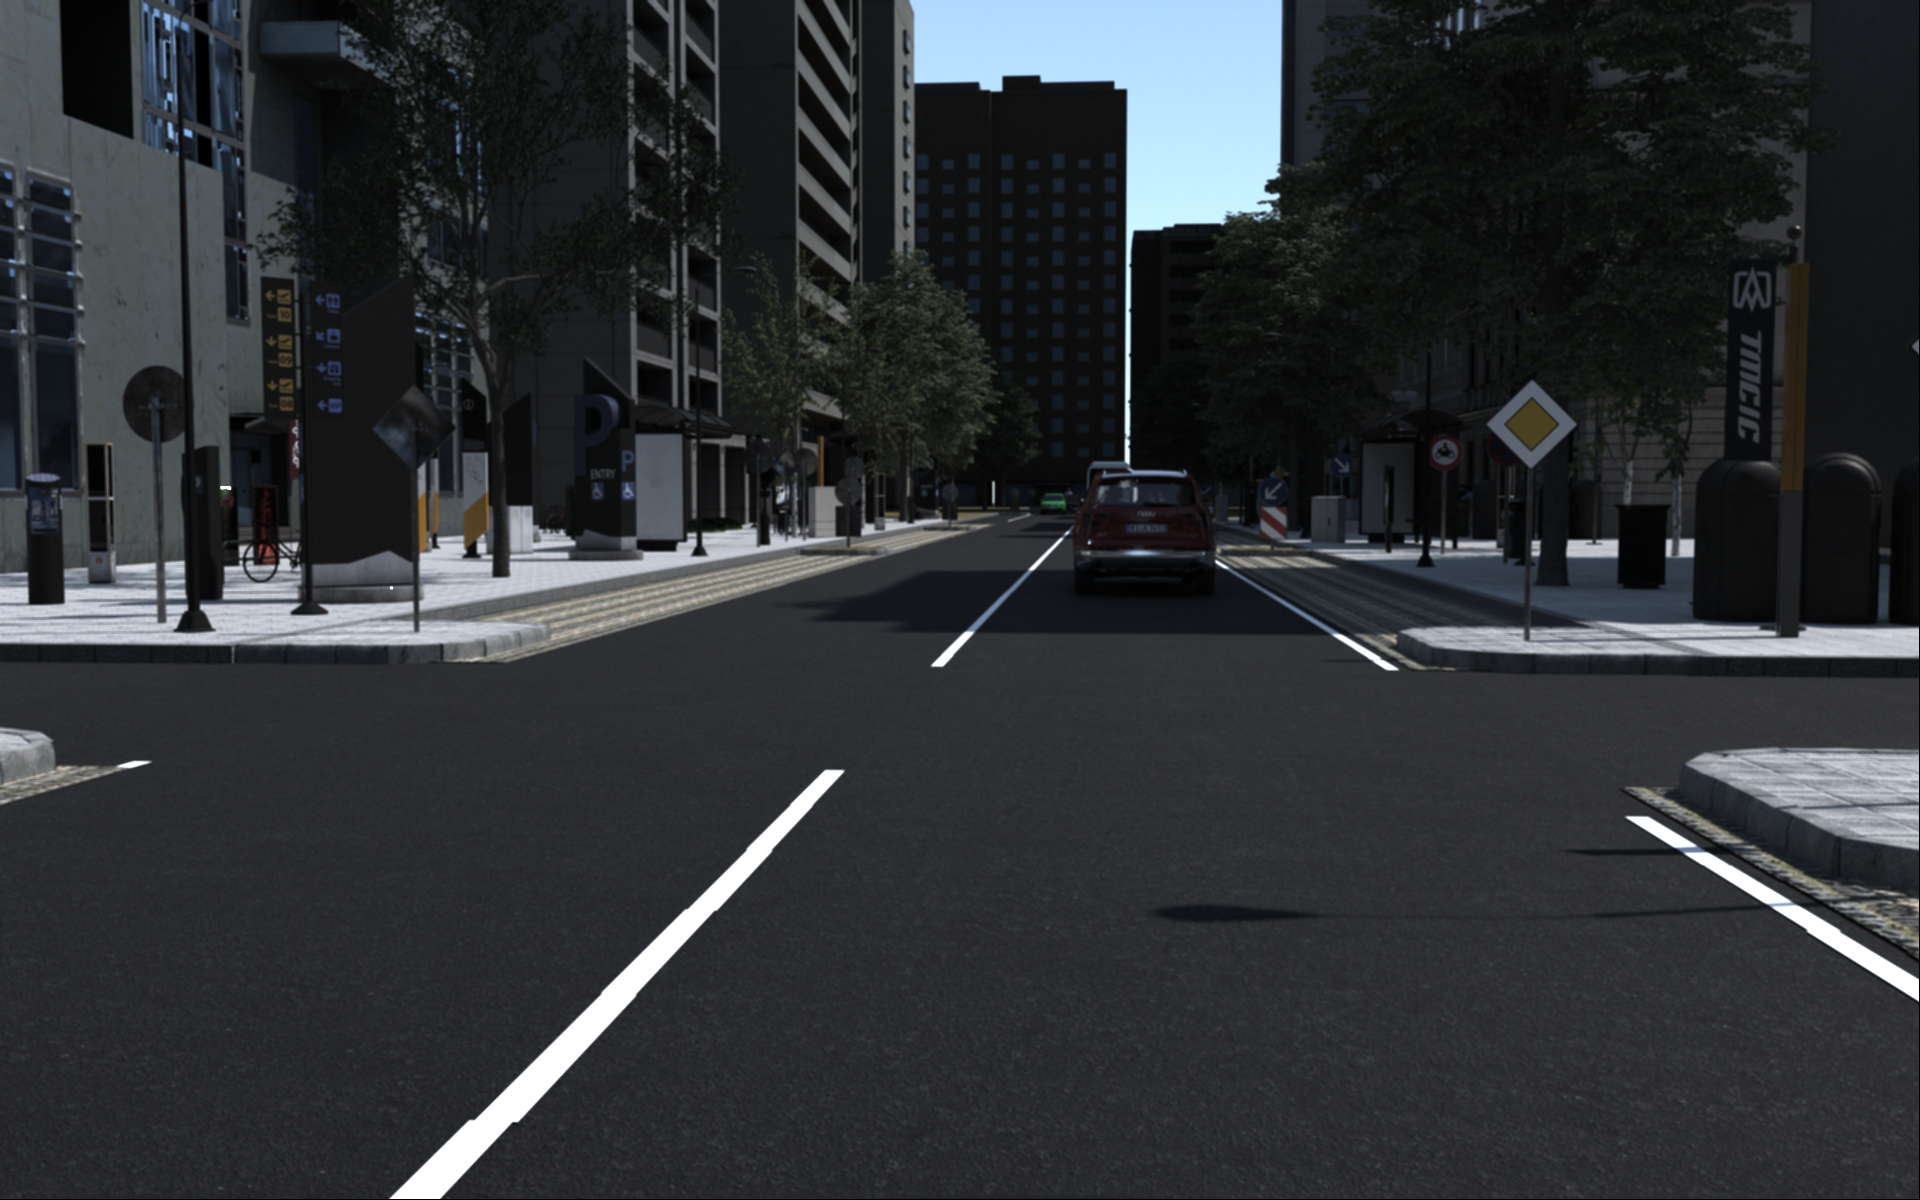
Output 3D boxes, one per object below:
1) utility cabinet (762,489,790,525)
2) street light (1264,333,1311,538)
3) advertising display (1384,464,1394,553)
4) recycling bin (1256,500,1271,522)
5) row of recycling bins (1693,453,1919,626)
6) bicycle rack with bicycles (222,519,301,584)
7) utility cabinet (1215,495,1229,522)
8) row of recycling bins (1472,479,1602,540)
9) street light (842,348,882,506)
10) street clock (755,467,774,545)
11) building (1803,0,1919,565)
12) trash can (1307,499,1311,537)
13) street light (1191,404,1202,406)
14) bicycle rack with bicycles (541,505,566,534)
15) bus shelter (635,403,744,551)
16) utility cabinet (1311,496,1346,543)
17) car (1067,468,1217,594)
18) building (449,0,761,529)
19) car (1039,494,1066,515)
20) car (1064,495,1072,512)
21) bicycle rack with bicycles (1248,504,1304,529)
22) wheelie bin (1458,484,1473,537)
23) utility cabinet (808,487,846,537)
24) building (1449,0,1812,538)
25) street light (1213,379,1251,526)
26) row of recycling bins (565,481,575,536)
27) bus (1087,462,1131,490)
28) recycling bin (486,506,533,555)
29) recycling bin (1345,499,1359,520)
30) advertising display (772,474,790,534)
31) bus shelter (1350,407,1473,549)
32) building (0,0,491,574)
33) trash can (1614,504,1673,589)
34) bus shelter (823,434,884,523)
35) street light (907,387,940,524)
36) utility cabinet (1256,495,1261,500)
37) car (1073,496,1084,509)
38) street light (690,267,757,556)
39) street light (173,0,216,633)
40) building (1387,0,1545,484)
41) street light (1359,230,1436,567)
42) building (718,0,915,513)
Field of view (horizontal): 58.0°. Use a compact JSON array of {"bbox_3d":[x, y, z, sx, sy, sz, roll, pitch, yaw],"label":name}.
[{"bbox_3d":[-7.617,-3.855,71.704,1.173,1.500,0.318,1,4,21],"label":"utility cabinet"},{"bbox_3d":[9.459,-4.741,50.061,1.470,5.913,1.316,0,4,5],"label":"street light"},{"bbox_3d":[9.402,-2.004,37.982,0.123,1.923,0.974,1,4,9],"label":"advertising display"},{"bbox_3d":[13.696,-4.053,78.814,0.722,1.027,0.722,-1,4,-19],"label":"recycling bin"},{"bbox_3d":[9.244,-0.620,17.253,3.534,1.692,1.069,1,4,14],"label":"row of recycling bins"},{"bbox_3d":[-9.216,-0.730,25.313,2.852,0.926,2.925,1,4,20],"label":"bicycle rack with bicycles"},{"bbox_3d":[12.145,-4.234,80.383,0.306,1.237,1.020,-1,4,-10],"label":"utility cabinet"},{"bbox_3d":[16.356,-2.565,49.057,3.534,1.692,1.069,0,4,4],"label":"row of recycling bins"},{"bbox_3d":[-3.190,-5.063,55.314,1.470,5.913,1.316,0,4,5],"label":"street light"},{"bbox_3d":[-4.921,-2.388,43.616,0.358,2.002,0.471,3,4,38],"label":"street clock"},{"bbox_3d":[28.476,-14.274,26.886,24.014,27.812,14.314,0,4,5],"label":"building"},{"bbox_3d":[10.570,-2.432,51.419,0.748,1.137,0.748,0,3,0],"label":"trash can"},{"bbox_3d":[12.594,-7.151,89.452,1.470,5.913,1.316,0,4,5],"label":"street light"},{"bbox_3d":[-13.871,-2.669,57.024,2.852,0.926,2.925,0,4,6],"label":"bicycle rack with bicycles"},{"bbox_3d":[-6.689,-2.893,41.222,2.014,3.302,5.546,0,4,5],"label":"bus shelter"},{"bbox_3d":[9.776,-2.132,46.017,0.306,1.237,1.020,-2,4,-32],"label":"utility cabinet"},{"bbox_3d":[2.753,-1.081,26.352,2.281,1.827,5.304,0,4,4],"label":"car"},{"bbox_3d":[-19.077,-38.771,72.150,20.563,71.187,20.611,0,4,5],"label":"building"},{"bbox_3d":[6.491,-6.791,119.831,1.959,1.807,4.718,0,4,6],"label":"car"},{"bbox_3d":[8.347,-7.958,142.685,1.945,1.354,3.894,0,4,6],"label":"car"},{"bbox_3d":[12.291,-3.082,63.768,2.852,0.926,2.925,-1,4,-20],"label":"bicycle rack with bicycles"},{"bbox_3d":[14.992,-2.691,51.900,0.980,1.594,0.693,1,4,19],"label":"wheelie bin"},{"bbox_3d":[-3.969,-2.593,51.078,0.318,1.500,1.173,3,5,40],"label":"utility cabinet"},{"bbox_3d":[23.765,-11.900,59.187,10.561,19.102,19.286,0,4,5],"label":"building"},{"bbox_3d":[11.006,-5.946,69.758,1.470,5.913,1.316,0,4,5],"label":"street light"},{"bbox_3d":[-10.491,-2.778,52.528,3.534,1.692,1.069,2,4,25],"label":"row of recycling bins"},{"bbox_3d":[9.194,-6.739,105.038,2.948,3.499,13.247,0,4,6],"label":"bus"},{"bbox_3d":[-9.644,-1.500,37.073,0.722,1.027,0.722,2,4,32],"label":"recycling bin"},{"bbox_3d":[19.261,-4.430,84.977,0.722,1.027,0.722,-1,4,-20],"label":"recycling bin"},{"bbox_3d":[-5.831,-3.136,56.482,0.123,1.923,0.974,2,4,23],"label":"advertising display"},{"bbox_3d":[11.099,-3.004,43.035,2.014,3.302,5.546,0,4,5],"label":"bus shelter"},{"bbox_3d":[-25.440,-44.384,38.353,22.319,86.520,31.000,0,4,5],"label":"building"},{"bbox_3d":[9.263,-0.726,23.519,0.748,1.137,0.748,0,3,0],"label":"trash can"},{"bbox_3d":[-4.321,-4.837,70.365,1.731,3.624,6.357,0,4,5],"label":"bus shelter"},{"bbox_3d":[-1.588,-6.276,75.147,1.470,5.913,1.316,0,4,5],"label":"street light"},{"bbox_3d":[14.852,-4.478,84.372,1.020,1.237,0.306,1,4,9],"label":"utility cabinet"},{"bbox_3d":[10.002,-8.657,153.899,2.083,1.381,4.827,0,4,6],"label":"car"},{"bbox_3d":[-4.854,-3.858,35.627,1.470,5.913,1.316,0,4,5],"label":"street light"},{"bbox_3d":[-6.611,-2.655,15.947,1.470,5.913,1.316,0,4,5],"label":"street light"},{"bbox_3d":[27.730,-17.895,78.488,13.634,28.700,20.117,0,4,5],"label":"building"},{"bbox_3d":[7.663,-3.538,30.384,1.470,5.913,1.316,0,4,5],"label":"street light"},{"bbox_3d":[-15.521,-32.146,149.285,21.600,48.544,21.300,0,4,5],"label":"building"}]
